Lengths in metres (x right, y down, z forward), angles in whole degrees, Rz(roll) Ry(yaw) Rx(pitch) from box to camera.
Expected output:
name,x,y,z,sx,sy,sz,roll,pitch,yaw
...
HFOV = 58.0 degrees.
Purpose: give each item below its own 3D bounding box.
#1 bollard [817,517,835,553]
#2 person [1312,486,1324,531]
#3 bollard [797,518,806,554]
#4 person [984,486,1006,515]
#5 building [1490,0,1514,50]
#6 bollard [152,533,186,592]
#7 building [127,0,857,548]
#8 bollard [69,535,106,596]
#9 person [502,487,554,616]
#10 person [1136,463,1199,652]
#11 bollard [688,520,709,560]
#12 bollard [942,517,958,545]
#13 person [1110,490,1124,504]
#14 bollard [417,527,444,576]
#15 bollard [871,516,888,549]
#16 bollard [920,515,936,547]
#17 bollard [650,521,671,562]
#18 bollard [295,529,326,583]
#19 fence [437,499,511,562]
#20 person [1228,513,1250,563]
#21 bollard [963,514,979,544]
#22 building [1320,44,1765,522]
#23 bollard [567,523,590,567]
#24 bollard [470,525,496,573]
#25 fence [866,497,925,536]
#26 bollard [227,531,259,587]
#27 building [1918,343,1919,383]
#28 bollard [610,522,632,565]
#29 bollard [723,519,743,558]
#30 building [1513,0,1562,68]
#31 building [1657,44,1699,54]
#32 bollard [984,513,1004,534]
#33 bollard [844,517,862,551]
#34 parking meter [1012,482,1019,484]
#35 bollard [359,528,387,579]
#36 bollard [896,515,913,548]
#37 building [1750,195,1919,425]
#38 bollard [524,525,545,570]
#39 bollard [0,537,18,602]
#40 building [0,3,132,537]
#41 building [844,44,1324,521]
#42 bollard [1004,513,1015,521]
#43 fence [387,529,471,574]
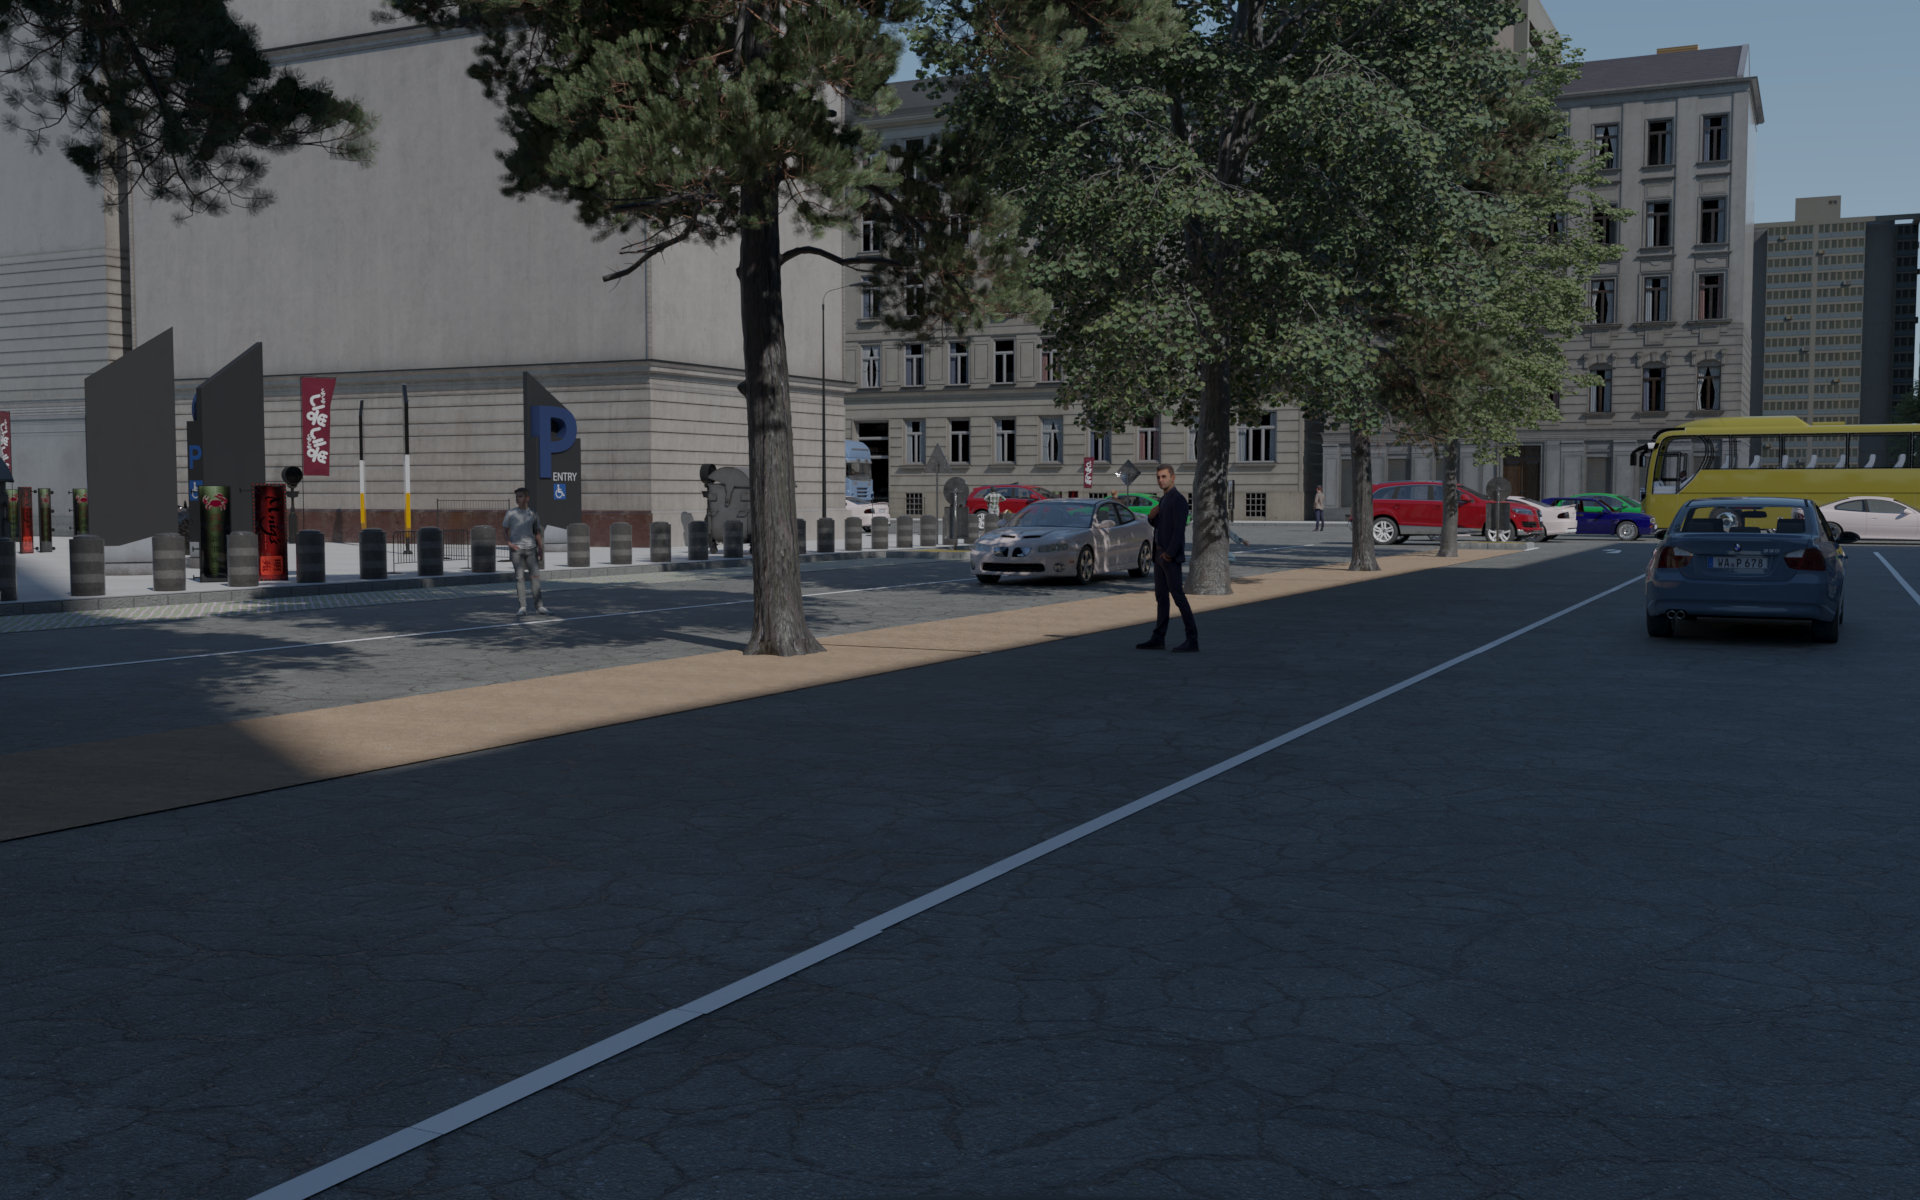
name,x,y,z,sx,sy,sz,roll,pitch,yaw
bollard,-2.953,-1.430,38.090,0.404,0.777,0.398,0,3,0
person,13.758,-3.538,66.877,0.617,1.759,0.750,-2,4,-26
bollard,-3.489,-1.364,37.014,0.404,0.777,0.398,0,3,0
person,1.261,-3.374,64.395,0.841,1.734,0.376,-1,4,-13
building,38.035,-30.330,146.005,14.600,45.320,14.200,2,4,26
bollard,-10.487,-0.504,22.961,0.404,0.777,0.398,0,3,0
building,-13.311,-11.262,48.769,19.286,19.102,10.561,2,4,26
bollard,-11.029,-0.439,21.887,0.404,0.777,0.398,0,3,0
person,-5.113,-0.574,20.479,0.523,1.515,0.503,2,4,35
person,1.904,-0.393,15.845,0.530,1.710,0.541,0,4,-4
bollard,-5.107,-1.165,33.766,0.404,0.777,0.398,0,3,0
bollard,-0.249,-1.761,43.513,0.404,0.777,0.398,0,3,0
person,3.956,-2.028,43.926,0.482,1.546,0.388,3,4,37
bollard,-8.344,-0.768,27.276,0.404,0.777,0.398,0,3,0
bollard,-1.866,-1.563,40.272,0.404,0.777,0.398,0,3,0
bollard,-0.786,-1.695,42.438,0.404,0.777,0.398,0,3,0
bollard,-5.651,-1.099,32.678,0.404,0.777,0.398,0,3,0
bollard,-9.417,-0.636,25.115,0.404,0.777,0.398,0,3,0
fence,-9.382,-1.356,33.372,2.264,1.192,0.480,2,4,35
person,5.151,-1.253,34.488,1.012,1.151,0.738,3,5,43
bollard,0.288,-1.827,44.589,0.404,0.777,0.398,0,3,0
building,26.908,-14.142,80.372,18.267,20.994,9.793,2,4,26
bollard,-6.724,-0.966,30.519,0.404,0.777,0.398,0,3,0
bollard,-7.804,-0.834,28.350,0.404,0.777,0.398,0,3,0
fence,-1.880,-2.583,53.432,2.264,1.192,0.480,-3,5,-42
bollard,-9.954,-0.570,24.040,0.404,0.777,0.398,0,3,0
building,130.847,-36.095,213.850,21.600,48.544,21.300,2,4,26
bollard,-6.187,-1.033,31.602,0.404,0.777,0.398,0,3,0
bollard,-4.564,-1.232,34.854,0.404,0.777,0.398,0,3,0
building,43.685,-32.999,163.234,21.300,48.544,21.600,2,4,26
building,87.013,-42.396,235.177,28.212,58.520,21.231,2,4,26
bollard,0.830,-1.893,45.673,0.404,0.777,0.398,0,3,0
bollard,-2.414,-1.496,39.172,0.404,0.777,0.398,0,3,0
parking meter,2.618,-4.786,83.962,0.399,1.863,0.255,2,4,28
bollard,-8.879,-0.702,26.199,0.404,0.777,0.398,0,3,0
bollard,-1.323,-1.629,41.357,0.404,0.777,0.398,0,3,0
building,112.803,-32.851,228.988,23.993,40.220,32.217,2,4,26
bollard,-7.263,-0.900,29.431,0.404,0.777,0.398,0,3,0
bollard,-11.562,-0.373,20.810,0.404,0.777,0.398,0,3,0
building,-30.742,-12.793,58.316,18.267,20.994,9.793,2,4,26
building,6.592,-15.928,93.700,30.059,22.955,16.112,2,4,26
bollard,1.362,-1.959,46.751,0.404,0.777,0.398,0,3,0
fence,-8.764,-0.818,28.744,0.278,0.683,2.069,1,4,20
